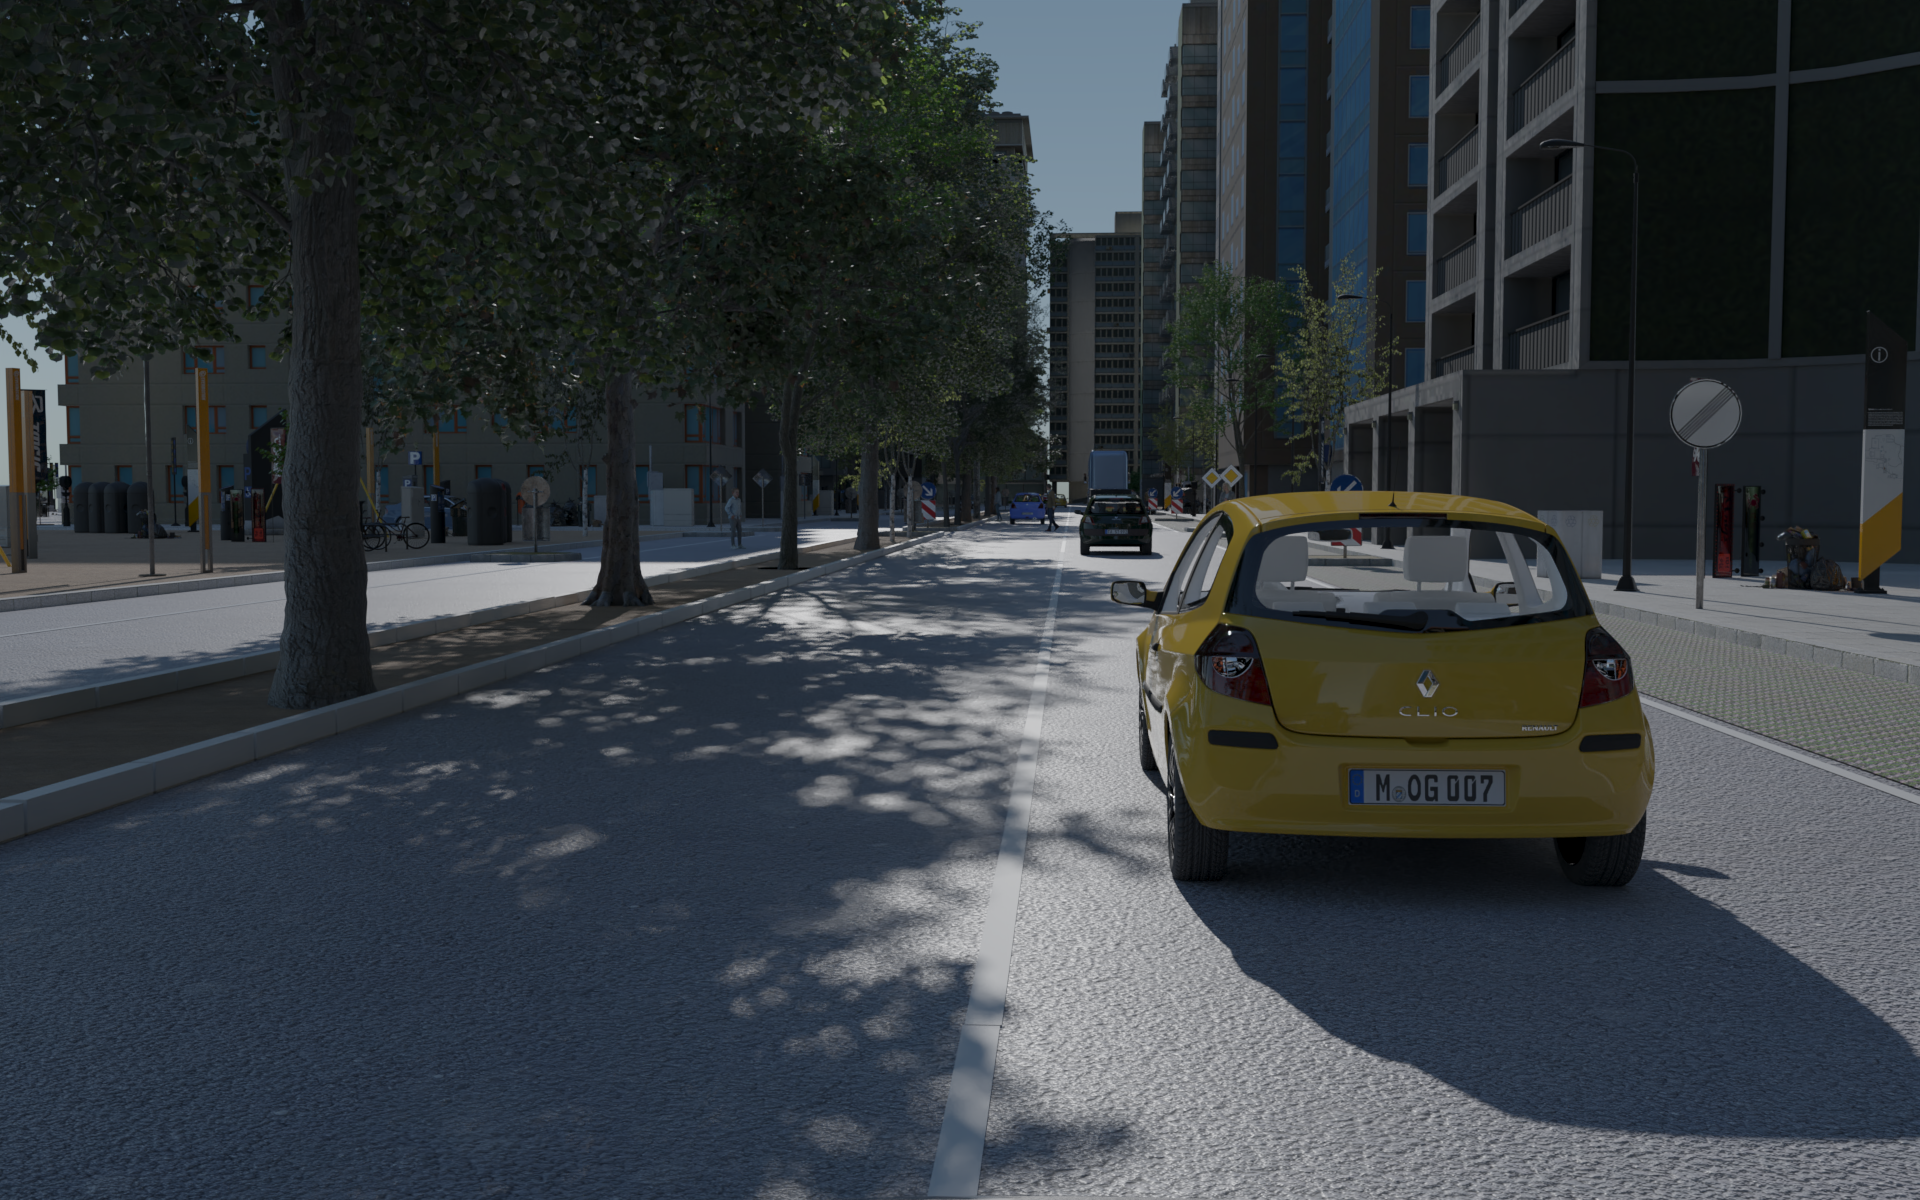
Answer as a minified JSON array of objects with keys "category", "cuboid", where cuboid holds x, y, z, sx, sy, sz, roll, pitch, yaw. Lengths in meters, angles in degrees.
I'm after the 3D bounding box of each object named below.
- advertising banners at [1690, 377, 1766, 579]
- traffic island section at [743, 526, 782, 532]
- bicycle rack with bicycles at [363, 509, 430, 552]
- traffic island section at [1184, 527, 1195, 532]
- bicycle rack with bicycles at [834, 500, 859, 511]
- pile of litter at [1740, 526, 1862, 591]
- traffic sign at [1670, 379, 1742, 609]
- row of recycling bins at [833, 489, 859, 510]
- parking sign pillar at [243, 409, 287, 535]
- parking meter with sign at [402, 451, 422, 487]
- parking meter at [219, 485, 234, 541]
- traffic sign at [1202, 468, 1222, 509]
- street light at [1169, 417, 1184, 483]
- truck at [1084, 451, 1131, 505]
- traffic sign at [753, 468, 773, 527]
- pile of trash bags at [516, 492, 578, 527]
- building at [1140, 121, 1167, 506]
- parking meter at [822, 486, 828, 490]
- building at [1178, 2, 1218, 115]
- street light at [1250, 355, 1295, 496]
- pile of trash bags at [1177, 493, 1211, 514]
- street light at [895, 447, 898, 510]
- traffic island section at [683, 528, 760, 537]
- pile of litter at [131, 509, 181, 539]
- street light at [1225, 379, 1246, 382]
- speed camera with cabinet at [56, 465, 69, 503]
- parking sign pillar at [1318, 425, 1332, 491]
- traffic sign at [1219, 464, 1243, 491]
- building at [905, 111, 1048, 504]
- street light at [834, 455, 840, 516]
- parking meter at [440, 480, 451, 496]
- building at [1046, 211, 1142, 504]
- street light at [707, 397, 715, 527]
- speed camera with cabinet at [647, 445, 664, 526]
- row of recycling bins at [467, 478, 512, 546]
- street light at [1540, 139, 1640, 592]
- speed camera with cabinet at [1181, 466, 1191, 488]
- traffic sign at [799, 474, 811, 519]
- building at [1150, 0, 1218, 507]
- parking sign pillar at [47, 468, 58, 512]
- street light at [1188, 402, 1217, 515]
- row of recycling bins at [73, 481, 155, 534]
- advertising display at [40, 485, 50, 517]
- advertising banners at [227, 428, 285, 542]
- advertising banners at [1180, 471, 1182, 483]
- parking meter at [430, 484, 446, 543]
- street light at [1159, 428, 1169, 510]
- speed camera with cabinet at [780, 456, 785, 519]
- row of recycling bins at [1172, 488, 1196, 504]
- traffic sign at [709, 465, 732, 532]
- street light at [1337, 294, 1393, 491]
[{"category":"advertising banners","cuboid":[11.699,-1.851,26.447,2.074,3.025,0.090,-2,4,-35]},{"category":"traffic island section","cuboid":[-7.655,-2.740,67.086,2.009,0.180,2.903,0,4,4]},{"category":"bicycle rack with bicycles","cuboid":[-13.804,-1.585,39.301,2.925,0.926,2.852,0,4,-2]},{"category":"traffic island section","cuboid":[9.600,-2.672,65.965,2.009,0.180,2.903,0,4,4]},{"category":"bicycle rack with bicycles","cuboid":[-8.217,-7.248,131.882,2.852,0.926,2.925,3,4,38]},{"category":"pile of litter","cuboid":[11.515,-0.584,23.506,1.176,0.858,1.719,-1,4,-22]},{"category":"traffic sign","cuboid":[8.266,-1.173,19.287,0.768,2.556,0.104,0,4,6]},{"category":"row of recycling bins","cuboid":[-8.997,-8.131,140.048,3.534,1.692,1.069,3,5,41]},{"category":"parking sign pillar","cuboid":[-21.748,-4.024,54.257,1.447,3.967,1.447,2,4,33]},{"category":"parking meter with sign","cuboid":[-22.194,-4.499,69.816,0.543,3.016,1.738,0,4,0]},{"category":"parking meter","cuboid":[-20.290,-2.419,47.963,0.372,1.533,0.369,0,3,0]},{"category":"traffic sign","cuboid":[9.576,-3.807,65.890,0.795,2.450,0.064,0,4,4]},{"category":"street light","cuboid":[13.541,-8.075,104.573,1.470,5.913,1.316,0,4,4]},{"category":"truck","cuboid":[8.976,-6.880,102.244,2.967,4.110,18.799,0,4,3]},{"category":"traffic sign","cuboid":[-7.631,-3.876,67.022,0.795,2.450,0.064,0,4,4]},{"category":"pile of trash bags","cuboid":[-16.745,-3.658,69.566,3.447,1.369,1.912,3,5,41]},{"category":"building","cuboid":[27.128,-31.137,192.685,14.154,41.232,14.086,0,4,4]},{"category":"parking meter","cuboid":[-9.257,-6.897,118.478,0.399,1.863,0.255,-3,4,-37]},{"category":"building","cuboid":[25.483,-28.412,148.135,14.154,41.232,14.086,0,4,4]},{"category":"street light","cuboid":[10.557,-5.213,57.775,1.470,5.913,1.316,0,4,4]},{"category":"pile of trash bags","cuboid":[15.026,-6.282,112.470,1.912,1.369,3.447,-1,4,-22]},{"category":"street light","cuboid":[-4.486,-10.072,137.223,1.470,5.913,1.316,0,4,4]},{"category":"traffic island section","cuboid":[-8.172,-2.253,59.117,2.009,0.180,2.903,0,4,4]},{"category":"pile of litter","cuboid":[-23.329,-2.210,50.095,1.719,0.858,1.176,2,4,30]},{"category":"street light","cuboid":[11.380,-5.952,69.849,1.470,5.913,1.316,0,4,4]},{"category":"speed camera with cabinet","cuboid":[-45.939,-5.865,90.230,0.660,3.252,2.038,3,4,38]},{"category":"parking sign pillar","cuboid":[14.437,-4.899,68.567,1.447,3.967,1.447,1,4,17]},{"category":"traffic sign","cuboid":[9.059,-3.320,57.921,0.795,2.450,0.064,0,4,4]},{"category":"building","cuboid":[-1.793,-39.740,238.991,27.495,52.752,28.713,0,4,4]},{"category":"street light","cuboid":[-6.758,-7.938,102.322,1.470,5.913,1.316,0,4,4]},{"category":"parking meter","cuboid":[-21.157,-4.005,71.196,0.255,1.863,0.399,2,4,30]},{"category":"building","cuboid":[24.094,-33.569,240.740,23.993,40.220,32.217,0,4,4]},{"category":"street light","cuboid":[-9.111,-5.773,66.936,1.470,5.913,1.316,0,4,4]},{"category":"speed camera with cabinet","cuboid":[-12.212,-4.622,69.908,0.660,3.252,2.038,-1,4,-16]},{"category":"row of recycling bins","cuboid":[-12.174,-2.300,44.723,1.069,1.692,3.534,-1,4,-10]},{"category":"street light","cuboid":[8.293,-3.075,22.812,1.470,5.913,1.316,0,4,4]},{"category":"speed camera with cabinet","cuboid":[16.063,-7.934,124.060,0.660,3.252,2.038,0,4,-3]},{"category":"traffic sign","cuboid":[-7.976,-5.310,88.941,0.606,2.300,0.079,0,4,6]},{"category":"building","cuboid":[31.148,-33.658,169.911,23.786,49.044,30.456,0,4,4]},{"category":"parking sign pillar","cuboid":[-66.190,-8.372,125.347,1.447,3.967,1.447,0,4,0]},{"category":"street light","cuboid":[12.364,-7.014,87.217,1.470,5.913,1.316,0,4,4]},{"category":"row of recycling bins","cuboid":[-27.809,-3.044,56.879,3.534,1.692,1.069,2,4,29]},{"category":"advertising display","cuboid":[-50.677,-5.546,95.898,0.974,1.923,0.123,3,5,39]},{"category":"advertising banners","cuboid":[-18.699,-3.051,46.074,2.074,3.025,0.090,2,4,23]},{"category":"advertising banners","cuboid":[16.645,-8.144,129.350,0.090,3.025,2.074,1,4,21]},{"category":"parking meter","cuboid":[-13.611,-2.246,45.139,0.372,1.533,0.369,0,3,0]},{"category":"street light","cuboid":[14.665,-9.137,121.932,1.470,5.913,1.316,0,4,4]},{"category":"speed camera with cabinet","cuboid":[-8.867,-5.751,88.364,0.660,3.252,2.038,0,4,-5]},{"category":"row of recycling bins","cuboid":[15.419,-6.832,118.815,1.069,1.692,3.534,0,4,-8]},{"category":"traffic sign","cuboid":[-8.148,-3.389,59.054,0.795,2.450,0.064,0,4,4]},{"category":"street light","cuboid":[9.476,-4.151,40.413,1.470,5.913,1.316,0,4,4]}]
